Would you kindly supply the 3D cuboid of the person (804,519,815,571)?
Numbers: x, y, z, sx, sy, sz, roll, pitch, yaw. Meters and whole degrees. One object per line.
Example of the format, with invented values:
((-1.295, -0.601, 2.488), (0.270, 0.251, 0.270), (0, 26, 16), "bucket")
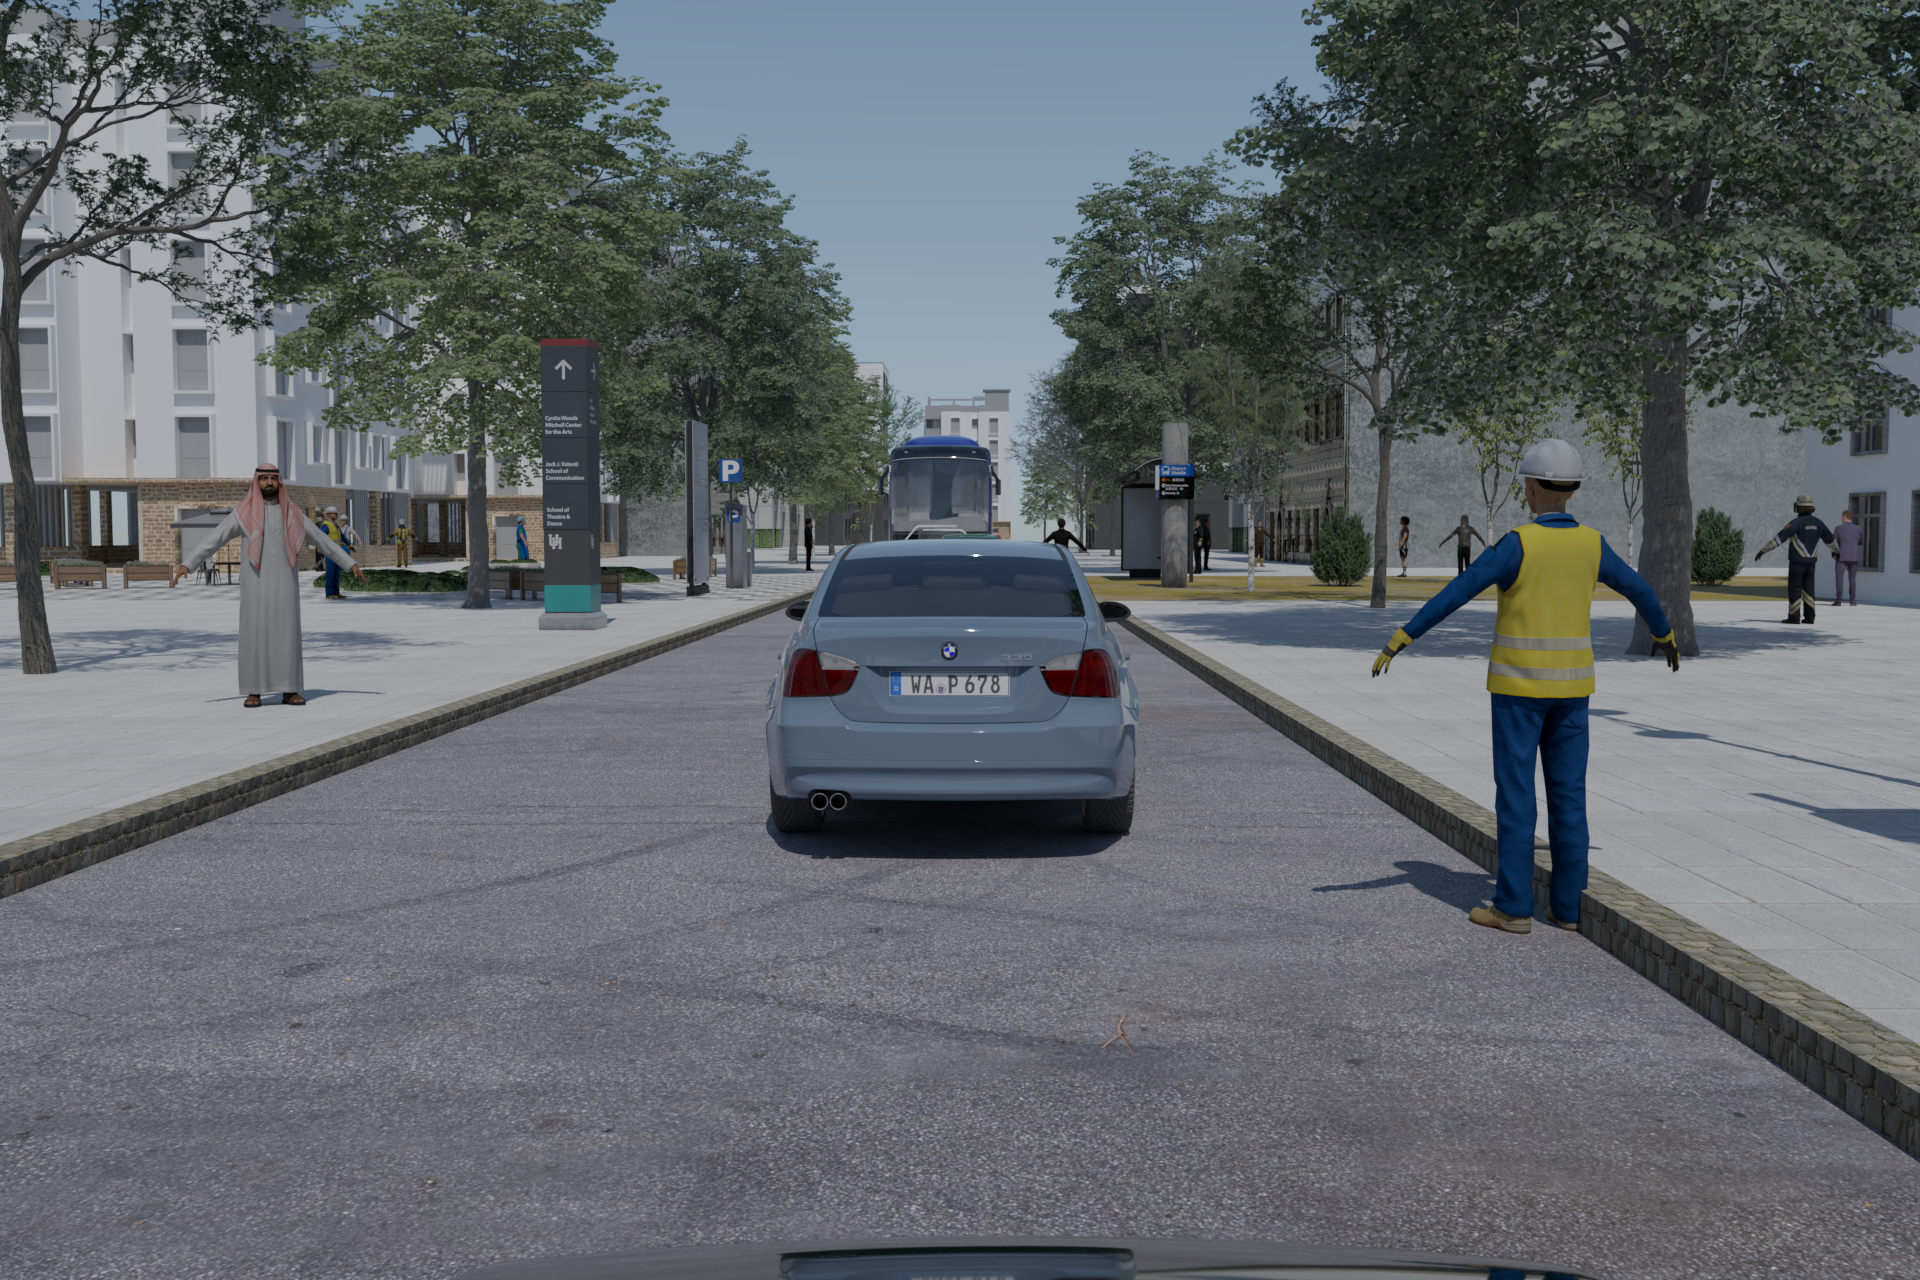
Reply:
((-5.235, -3.308, 60.274), (0.705, 1.806, 1.347), (-1, 4, -10), "person")

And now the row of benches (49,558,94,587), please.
((-22.461, -1.729, 43.729), (1.422, 0.672, 4.104), (-2, 4, -32), "row of benches")

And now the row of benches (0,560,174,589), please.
((-20.685, -1.535, 40.561), (4.104, 0.672, 1.422), (-1, 4, -22), "row of benches")

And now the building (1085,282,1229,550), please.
((25.172, -19.146, 157.019), (27.936, 21.610, 32.646), (0, 4, 0), "building")

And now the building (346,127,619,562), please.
((-23.892, -13.787, 81.844), (16.016, 20.090, 11.380), (0, 4, 2), "building")

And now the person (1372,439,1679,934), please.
((2.093, 0.158, 6.338), (1.216, 1.772, 0.721), (-1, 4, -11), "person")

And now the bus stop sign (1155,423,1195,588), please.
((5.128, -3.203, 41.377), (0.837, 3.901, 0.837), (0, 4, 0), "bus stop sign")

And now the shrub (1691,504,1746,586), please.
((18.605, -2.357, 42.957), (1.690, 2.028, 1.600), (0, 3, 0), "shrub")

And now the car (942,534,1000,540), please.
((0.232, -1.607, 38.073), (2.131, 1.459, 4.920), (0, 4, 1), "car")

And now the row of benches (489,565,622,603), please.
((-8.021, -1.109, 33.597), (4.104, 0.672, 1.422), (3, 5, 44), "row of benches")

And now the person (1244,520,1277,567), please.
((11.681, -3.755, 67.535), (1.346, 1.812, 0.704), (-1, 4, -10), "person")

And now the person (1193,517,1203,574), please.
((7.594, -3.033, 55.522), (0.705, 1.837, 1.347), (0, 4, -6), "person")

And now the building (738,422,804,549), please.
((-24.869, -18.405, 167.381), (16.747, 18.905, 31.486), (0, 3, 0), "building")

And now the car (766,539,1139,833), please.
((-0.018, 0.147, 9.599), (2.014, 1.417, 4.499), (0, 4, 1), "car")

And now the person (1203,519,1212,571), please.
((8.706, -3.343, 60.881), (0.704, 1.802, 1.346), (1, 4, 10), "person")

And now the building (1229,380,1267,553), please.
((27.241, -14.685, 106.559), (16.747, 18.905, 31.486), (0, 4, 1), "building")

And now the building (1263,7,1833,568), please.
((23.893, -14.856, 73.822), (19.493, 23.208, 18.063), (0, 4, 0), "building")

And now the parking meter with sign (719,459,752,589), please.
((-5.281, -2.742, 41.091), (0.543, 3.016, 1.738), (0, 4, 3), "parking meter with sign")

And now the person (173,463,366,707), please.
((-5.149, -0.415, 12.936), (1.347, 1.811, 0.704), (-2, 4, -30), "person")

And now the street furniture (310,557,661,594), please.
((-11.648, -1.632, 42.309), (5.734, 0.657, 10.072), (2, 4, 27), "street furniture")

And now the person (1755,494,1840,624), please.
((11.985, -1.150, 24.677), (1.351, 1.845, 0.704), (-1, 4, -12), "person")

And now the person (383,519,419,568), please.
((-21.278, -3.687, 66.043), (1.354, 1.858, 0.705), (-2, 4, -32), "person")

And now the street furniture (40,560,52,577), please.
((-31.290, -2.172, 51.132), (10.072, 0.657, 5.734), (0, 4, -7), "street furniture")

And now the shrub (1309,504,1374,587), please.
((9.357, -2.327, 42.467), (1.690, 2.028, 1.600), (0, 3, 0), "shrub")

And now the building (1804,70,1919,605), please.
((21.679, -4.865, 21.698), (9.099, 9.664, 28.070), (0, 4, 1), "building")

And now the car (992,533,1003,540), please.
((1.450, -4.954, 90.045), (2.155, 1.783, 4.494), (0, 4, -1), "car")

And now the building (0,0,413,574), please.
((-27.560, -12.310, 57.696), (16.016, 20.090, 11.380), (0, 4, 1), "building")

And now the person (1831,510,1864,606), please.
((15.779, -1.458, 30.808), (0.541, 1.710, 0.530), (1, 4, 19), "person")

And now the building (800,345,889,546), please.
((-23.073, -22.020, 204.005), (27.936, 21.610, 32.646), (0, 4, 0), "building")

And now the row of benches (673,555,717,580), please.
((-7.725, -2.144, 50.522), (1.422, 0.672, 4.104), (0, 4, 1), "row of benches")

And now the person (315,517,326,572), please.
((-21.808, -3.258, 59.050), (0.705, 1.856, 1.354), (0, 4, 4), "person")

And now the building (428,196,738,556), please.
((-24.457, -16.977, 108.498), (19.493, 23.208, 18.063), (0, 4, 0), "building")

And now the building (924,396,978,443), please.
((-4.363, -22.655, 229.293), (11.380, 20.090, 16.016), (0, 4, -5), "building")
